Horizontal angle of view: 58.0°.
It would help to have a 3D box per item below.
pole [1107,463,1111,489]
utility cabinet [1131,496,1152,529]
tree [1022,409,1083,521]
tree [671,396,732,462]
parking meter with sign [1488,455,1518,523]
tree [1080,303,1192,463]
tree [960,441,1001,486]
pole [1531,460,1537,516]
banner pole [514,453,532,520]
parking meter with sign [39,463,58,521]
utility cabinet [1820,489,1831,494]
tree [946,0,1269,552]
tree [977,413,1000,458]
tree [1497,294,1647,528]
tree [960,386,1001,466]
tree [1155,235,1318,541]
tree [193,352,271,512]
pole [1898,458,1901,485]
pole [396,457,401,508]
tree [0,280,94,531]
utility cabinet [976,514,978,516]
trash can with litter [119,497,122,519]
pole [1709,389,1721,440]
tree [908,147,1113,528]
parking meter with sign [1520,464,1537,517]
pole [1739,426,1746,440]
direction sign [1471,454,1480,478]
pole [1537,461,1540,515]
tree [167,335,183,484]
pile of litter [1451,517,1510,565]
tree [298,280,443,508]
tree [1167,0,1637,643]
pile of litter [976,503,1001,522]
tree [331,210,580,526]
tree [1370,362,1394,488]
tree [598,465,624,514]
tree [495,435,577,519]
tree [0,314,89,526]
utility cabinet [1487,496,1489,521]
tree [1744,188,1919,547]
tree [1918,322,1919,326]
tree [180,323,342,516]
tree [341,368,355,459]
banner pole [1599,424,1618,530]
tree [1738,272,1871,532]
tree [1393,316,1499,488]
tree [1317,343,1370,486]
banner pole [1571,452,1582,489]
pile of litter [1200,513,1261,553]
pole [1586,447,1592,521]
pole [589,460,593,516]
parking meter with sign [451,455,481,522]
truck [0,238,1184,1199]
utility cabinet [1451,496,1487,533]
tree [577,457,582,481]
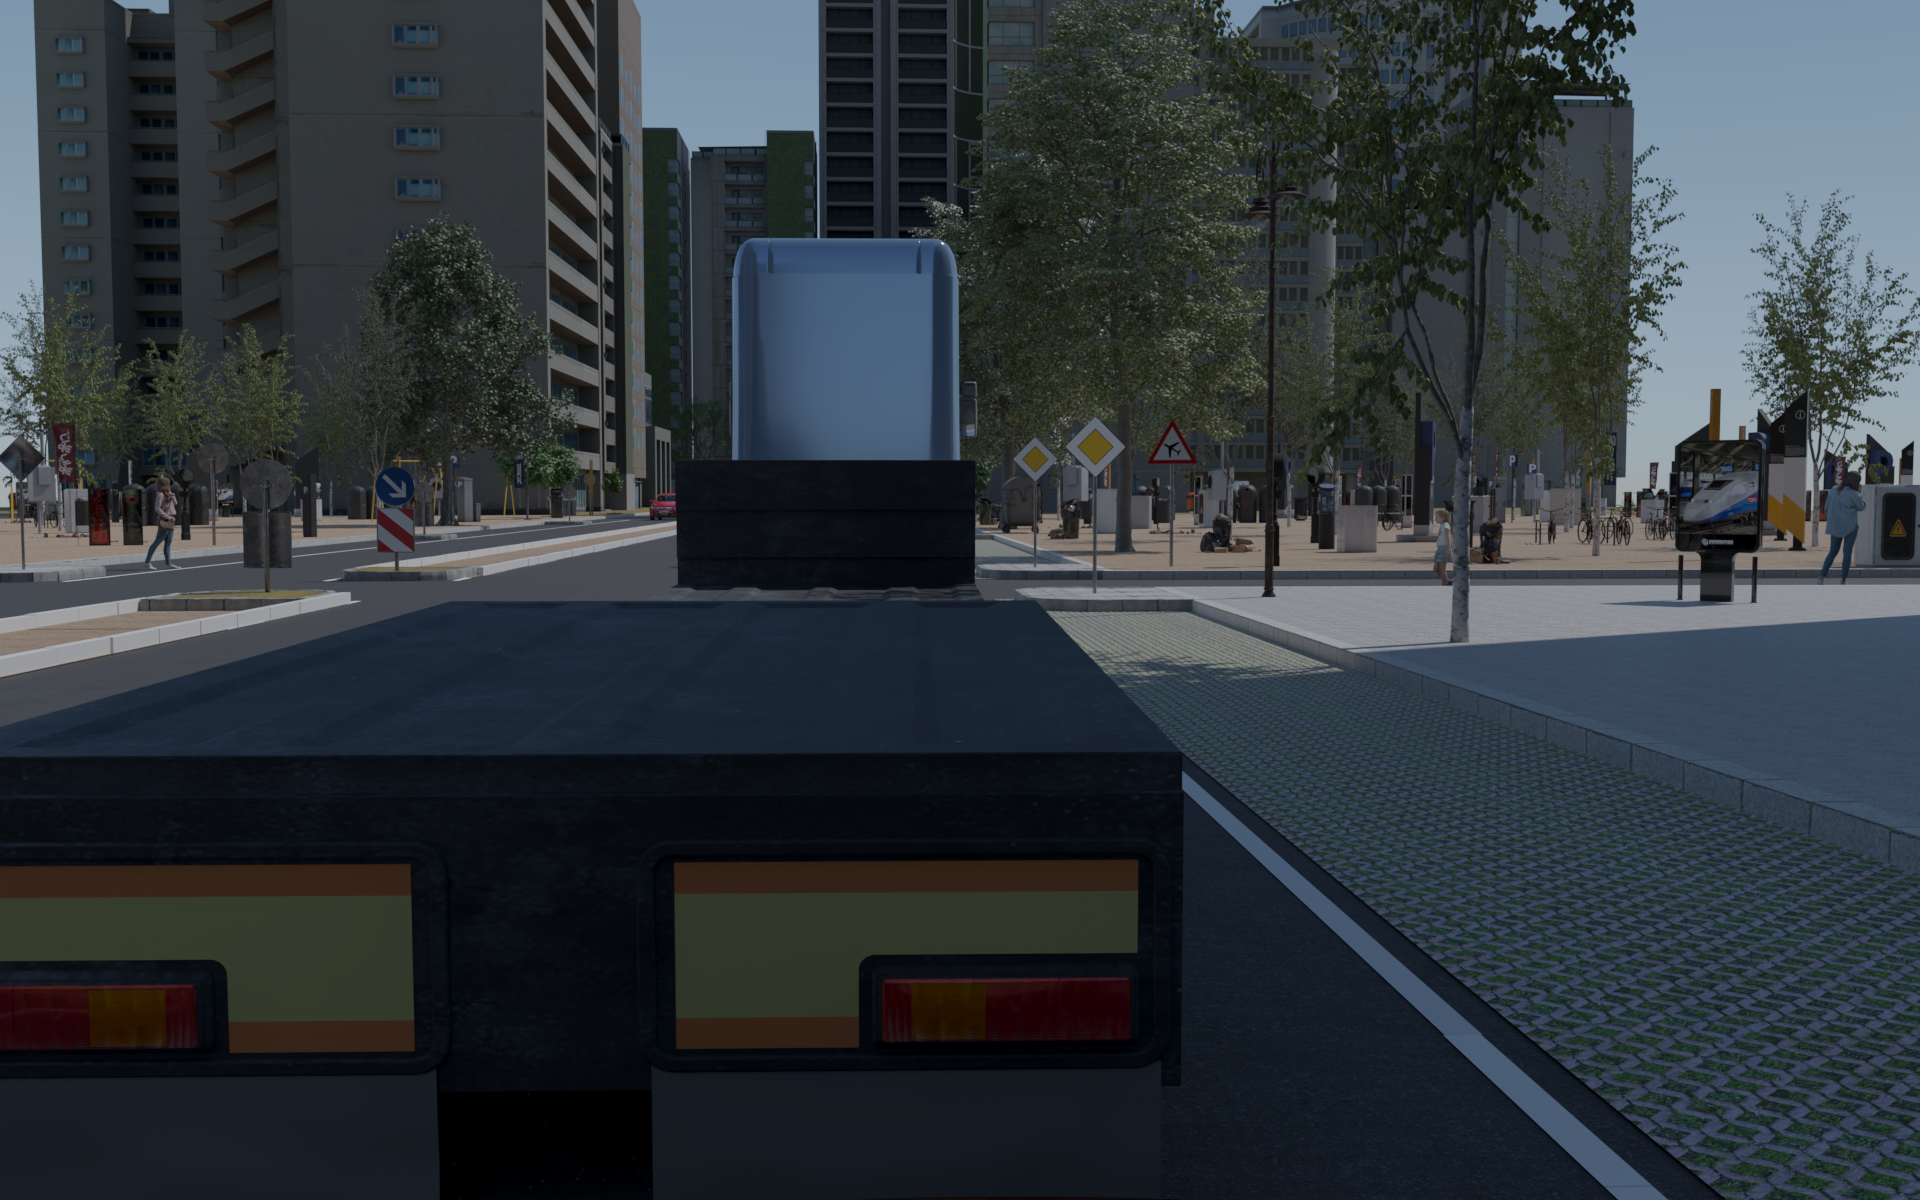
[{"bbox_3d":[7.528,-5.746,87.786,0.158,3.312,0.155,0,3,0],"label":"pole"},{"bbox_3d":[6.550,-3.223,63.861,1.020,1.237,0.306,2,4,30],"label":"utility cabinet"},{"bbox_3d":[4.510,-8.115,83.042,4.360,8.622,3.978,0,3,0],"label":"tree"},{"bbox_3d":[-27.053,-15.660,181.793,9.928,11.665,9.643,0,3,0],"label":"tree"},{"bbox_3d":[23.624,-4.893,76.254,1.738,3.016,0.543,-1,4,-18],"label":"parking meter with sign"},{"bbox_3d":[9.134,-10.200,92.533,9.928,11.665,9.643,0,3,0],"label":"tree"},{"bbox_3d":[0.508,-6.613,91.844,4.285,4.588,4.351,0,3,0],"label":"tree"},{"bbox_3d":[33.779,-6.630,102.246,0.158,3.312,0.155,0,3,0],"label":"pole"},{"bbox_3d":[-21.735,-5.874,86.051,0.863,3.779,0.401,-1,4,-15],"label":"banner pole"},{"bbox_3d":[-44.265,-5.370,84.062,1.738,3.016,0.543,2,4,32],"label":"parking meter with sign"},{"bbox_3d":[42.146,-4.596,83.817,1.173,1.500,0.318,-1,4,-23],"label":"utility cabinet"},{"bbox_3d":[3.252,-7.341,38.153,7.486,12.596,7.792,0,3,0],"label":"tree"},{"bbox_3d":[-0.845,-10.675,108.953,8.767,10.594,7.601,-2,4,-31],"label":"tree"},{"bbox_3d":[23.132,-6.990,64.647,4.360,8.622,3.978,0,3,0],"label":"tree"},{"bbox_3d":[1.019,-9.154,100.036,4.737,8.622,4.395,0,3,0],"label":"tree"},{"bbox_3d":[7.458,-5.964,47.874,4.360,8.622,3.978,0,3,0],"label":"tree"},{"bbox_3d":[-37.020,-8.488,89.138,4.360,8.622,3.978,0,3,0],"label":"tree"},{"bbox_3d":[53.235,-6.376,98.092,0.158,3.312,0.155,0,3,0],"label":"pole"},{"bbox_3d":[-27.076,-5.486,83.543,0.158,3.312,0.155,0,3,0],"label":"pole"},{"bbox_3d":[-31.195,-6.724,60.295,4.737,8.622,4.395,0,3,0],"label":"tree"},{"bbox_3d":[0.705,-5.472,98.152,0.318,1.500,1.173,-1,4,-17],"label":"utility cabinet"},{"bbox_3d":[-42.770,-4.655,87.162,1.678,1.210,2.233,0,4,4],"label":"trash can with litter"},{"bbox_3d":[14.612,-2.431,33.584,0.158,3.312,0.155,0,3,0],"label":"pole"},{"bbox_3d":[1.789,-9.659,64.584,9.857,13.997,8.962,0,3,0],"label":"tree"},{"bbox_3d":[32.688,-6.327,99.705,0.543,3.016,1.738,0,4,3],"label":"parking meter with sign"},{"bbox_3d":[23.339,-3.542,51.754,0.158,3.312,0.155,0,3,0],"label":"pole"},{"bbox_3d":[28.985,-6.446,97.396,0.876,3.537,0.379,-3,5,-45],"label":"direction sign"},{"bbox_3d":[35.503,-6.891,106.507,0.158,3.312,0.155,0,3,0],"label":"pole"},{"bbox_3d":[-35.326,-7.818,78.188,4.737,8.622,4.395,0,3,0],"label":"tree"},{"bbox_3d":[9.645,-1.119,32.253,1.176,0.858,1.719,1,4,20],"label":"pile of litter"},{"bbox_3d":[-20.162,-6.676,59.514,4.360,8.622,3.978,0,3,0],"label":"tree"},{"bbox_3d":[4.170,-3.950,14.939,4.737,8.622,4.395,0,3,0],"label":"tree"},{"bbox_3d":[1.289,-4.075,80.592,1.719,0.858,1.176,-3,5,-45],"label":"pile of litter"},{"bbox_3d":[-20.862,-9.383,70.415,9.611,12.733,9.660,0,3,0],"label":"tree"},{"bbox_3d":[22.425,-8.611,91.148,4.360,8.622,3.978,0,3,0],"label":"tree"},{"bbox_3d":[-22.726,-7.294,113.852,1.663,3.219,1.824,0,3,0],"label":"tree"},{"bbox_3d":[-22.259,-6.437,88.967,4.285,4.588,4.351,0,3,0],"label":"tree"},{"bbox_3d":[-37.544,-7.334,70.277,4.360,8.622,3.978,0,3,0],"label":"tree"},{"bbox_3d":[20.033,-3.418,67.042,0.306,1.237,1.020,-2,4,-25],"label":"utility cabinet"},{"bbox_3d":[20.956,-5.596,41.851,4.737,8.622,4.395,0,3,0],"label":"tree"},{"bbox_3d":[21.154,-5.101,33.759,4.360,8.622,3.978,0,3,0],"label":"tree"},{"bbox_3d":[-29.852,-7.578,74.259,4.737,8.622,4.395,0,3,0],"label":"tree"},{"bbox_3d":[-36.853,-9.232,101.312,4.737,8.622,4.395,0,3,0],"label":"tree"},{"bbox_3d":[22.978,-4.380,61.637,0.863,3.779,0.401,0,4,-7],"label":"banner pole"},{"bbox_3d":[28.202,-6.608,58.400,4.360,8.622,3.978,0,3,0],"label":"tree"},{"bbox_3d":[20.964,-7.389,71.168,4.360,8.622,3.978,0,3,0],"label":"tree"},{"bbox_3d":[12.959,-7.156,67.357,4.360,8.622,3.978,0,3,0],"label":"tree"},{"bbox_3d":[36.552,-6.901,102.849,0.863,3.779,0.401,0,4,-6],"label":"banner pole"},{"bbox_3d":[6.017,-1.491,38.343,1.719,0.858,1.176,-2,4,-28],"label":"pile of litter"},{"bbox_3d":[26.472,-4.836,72.912,0.158,3.312,0.155,0,3,0],"label":"pole"},{"bbox_3d":[-21.861,-6.659,102.711,0.158,3.312,0.155,0,3,0],"label":"pole"},{"bbox_3d":[-22.471,-5.040,78.659,0.543,3.016,1.738,1,4,20],"label":"parking meter with sign"},{"bbox_3d":[-1.046,-1.392,12.513,2.967,4.110,18.799,0,4,-2],"label":"truck"},{"bbox_3d":[16.794,-2.821,57.282,1.020,1.237,0.306,1,4,20],"label":"utility cabinet"},{"bbox_3d":[-22.779,-6.909,96.674,4.285,4.588,4.351,0,3,0],"label":"tree"}]
